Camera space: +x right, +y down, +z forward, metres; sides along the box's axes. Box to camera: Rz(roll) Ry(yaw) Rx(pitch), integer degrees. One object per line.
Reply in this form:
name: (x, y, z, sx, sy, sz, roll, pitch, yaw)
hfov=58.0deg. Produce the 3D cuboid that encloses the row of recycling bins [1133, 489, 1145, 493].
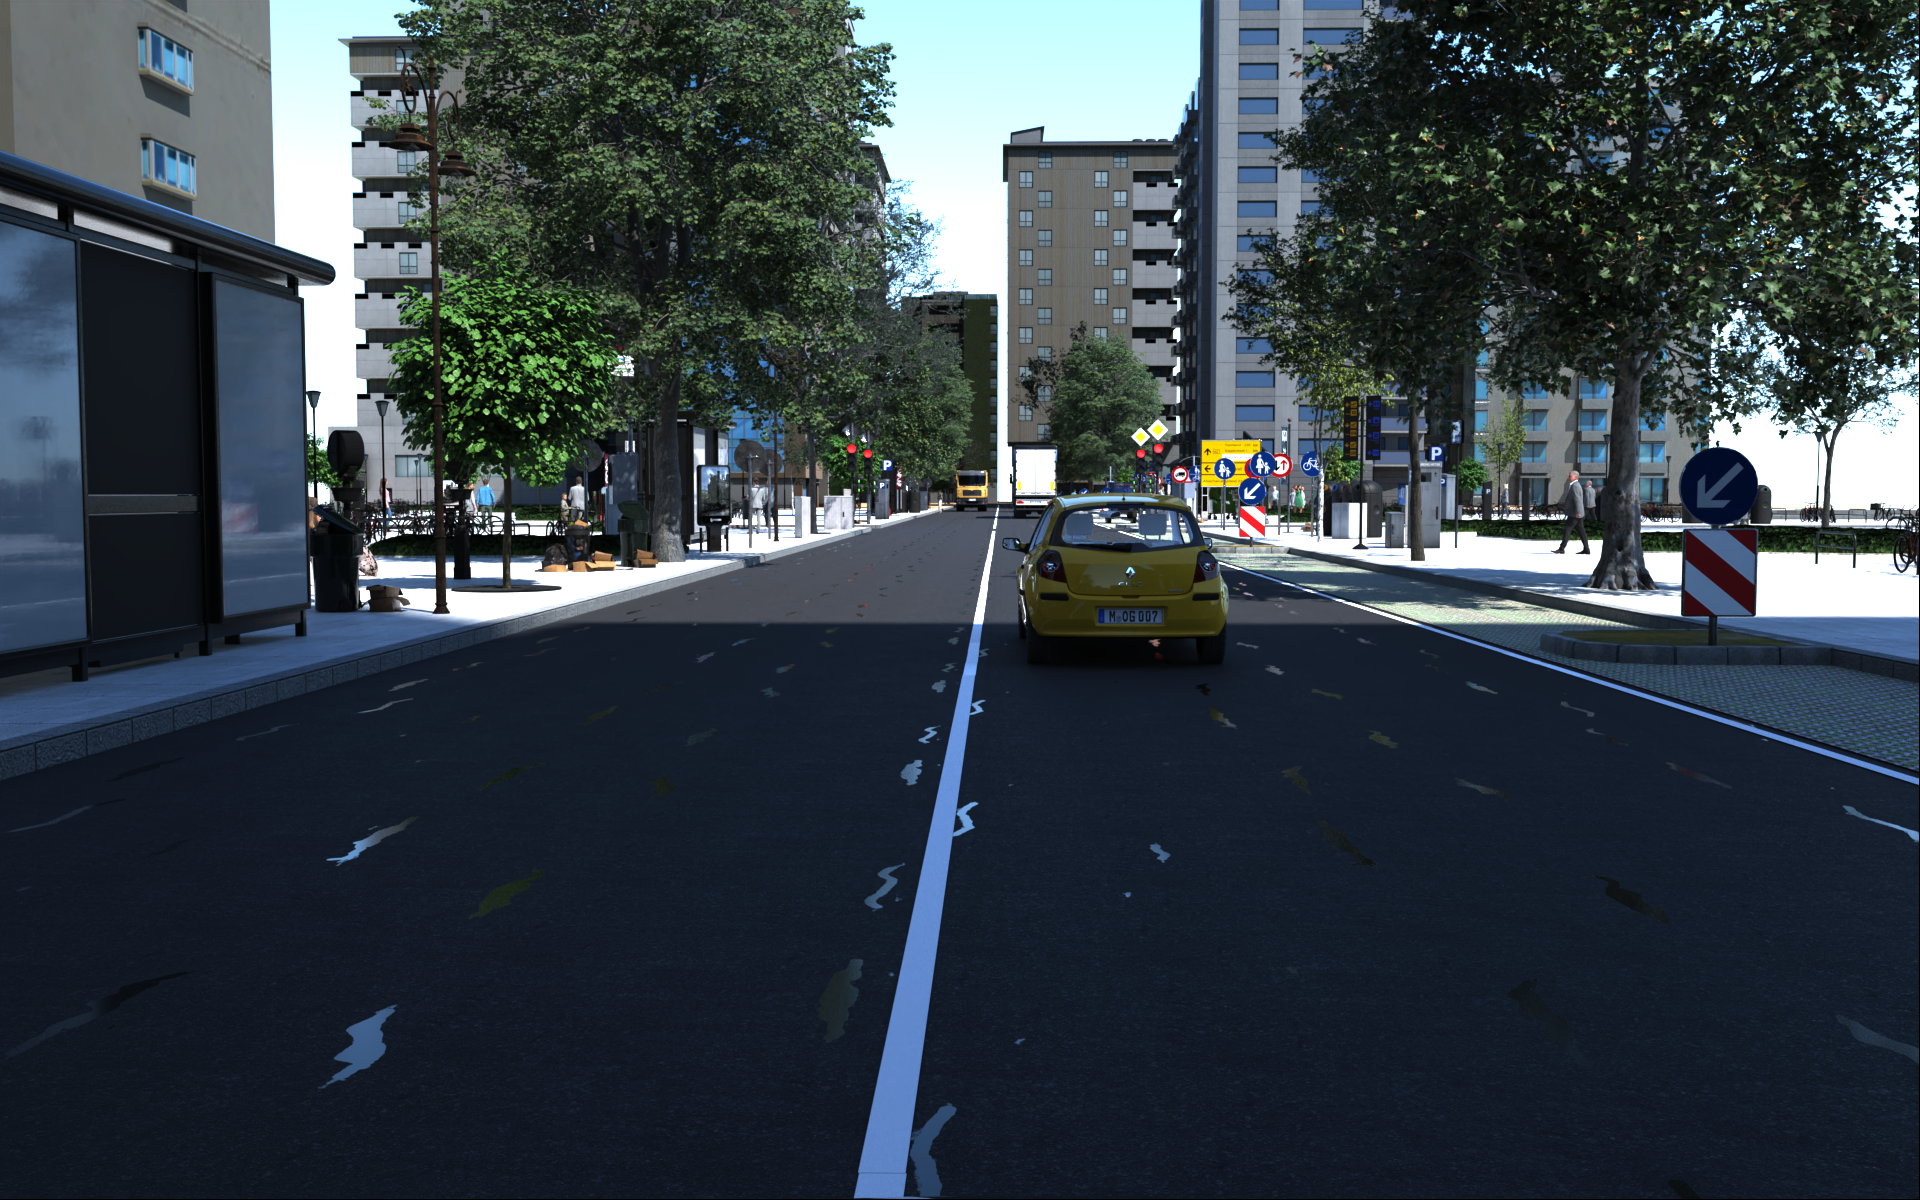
row of recycling bins: (12.872, -7.599, 131.359, 3.534, 1.692, 1.069, 2, 4, 34)

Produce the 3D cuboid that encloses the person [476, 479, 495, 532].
person: (-15.836, -3.147, 57.834, 0.601, 1.785, 0.444, -1, 4, -11)

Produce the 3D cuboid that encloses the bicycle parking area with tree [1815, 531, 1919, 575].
bicycle parking area with tree: (18.735, -2.510, 28.041, 8.231, 4.147, 9.016, 1, 4, 20)

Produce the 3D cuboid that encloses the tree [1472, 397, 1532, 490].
tree: (40.088, -10.823, 127.316, 4.737, 8.622, 4.395, 0, 3, 0)

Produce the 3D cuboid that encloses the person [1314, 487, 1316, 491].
person: (25.901, -7.327, 126.105, 0.850, 1.792, 0.678, 0, 4, -4)

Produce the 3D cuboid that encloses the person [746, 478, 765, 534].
person: (-6.620, -3.033, 55.830, 0.606, 1.804, 0.583, -3, 4, -39)

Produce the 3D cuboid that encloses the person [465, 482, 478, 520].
person: (-18.761, -3.642, 66.347, 0.466, 1.731, 0.760, 0, 4, 1)

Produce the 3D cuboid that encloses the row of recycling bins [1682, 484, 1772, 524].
row of recycling bins: (33.181, -4.152, 74.990, 3.534, 1.692, 1.069, 1, 4, 21)

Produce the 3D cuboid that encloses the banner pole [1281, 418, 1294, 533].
banner pole: (10.717, -4.092, 56.927, 0.401, 3.779, 0.863, 2, 4, 35)

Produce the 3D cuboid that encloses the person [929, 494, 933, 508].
person: (-3.028, -9.701, 165.339, 0.721, 1.739, 1.217, -3, 5, -42)

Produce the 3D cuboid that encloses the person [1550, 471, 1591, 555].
person: (12.977, -1.857, 36.801, 0.834, 1.777, 0.661, 1, 4, 14)

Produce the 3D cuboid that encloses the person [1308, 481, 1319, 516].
person: (13.147, -3.483, 63.331, 0.623, 1.781, 0.721, -3, 4, -37)

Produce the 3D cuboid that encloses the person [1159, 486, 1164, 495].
person: (10.038, -4.847, 86.294, 0.522, 1.701, 0.512, -1, 4, -10)

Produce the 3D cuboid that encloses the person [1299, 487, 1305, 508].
person: (23.884, -7.013, 121.063, 0.624, 1.780, 0.694, 1, 4, 19)

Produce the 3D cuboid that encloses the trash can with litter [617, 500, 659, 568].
trash can with litter: (-5.600, -1.165, 30.441, 0.624, 1.170, 1.055, -2, 4, -35)

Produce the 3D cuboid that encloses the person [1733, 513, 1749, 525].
person: (22.346, -2.657, 49.585, 0.767, 1.812, 0.694, 1, 4, 22)

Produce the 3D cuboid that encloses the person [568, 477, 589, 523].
person: (-11.372, -2.776, 51.628, 0.606, 1.804, 0.583, -1, 4, -16)

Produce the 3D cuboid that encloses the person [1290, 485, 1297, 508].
person: (20.298, -6.054, 105.134, 0.679, 1.850, 0.850, 1, 4, 20)

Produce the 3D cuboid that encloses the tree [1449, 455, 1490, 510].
tree: (42.394, -9.814, 144.178, 4.285, 4.588, 4.351, 0, 3, 0)

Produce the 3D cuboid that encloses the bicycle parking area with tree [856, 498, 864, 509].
bicycle parking area with tree: (-12.128, -9.648, 144.744, 8.231, 4.147, 9.016, 1, 4, 15)

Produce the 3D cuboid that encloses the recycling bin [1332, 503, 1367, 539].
recycling bin: (11.124, -2.258, 49.476, 0.722, 1.027, 0.722, -2, 4, -33)

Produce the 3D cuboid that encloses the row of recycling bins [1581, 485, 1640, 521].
row of recycling bins: (27.739, -4.113, 74.354, 1.069, 1.692, 3.534, -1, 4, -21)

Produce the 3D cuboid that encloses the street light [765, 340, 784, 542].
street light: (-4.963, -4.517, 46.633, 0.468, 5.910, 1.993, 0, 4, 1)

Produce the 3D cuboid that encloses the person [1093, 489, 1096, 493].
person: (11.789, -8.780, 150.284, 0.721, 1.739, 1.217, 0, 4, -1)

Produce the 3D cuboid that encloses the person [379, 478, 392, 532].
person: (-19.180, -3.169, 57.858, 0.388, 1.821, 0.555, -3, 4, -36)

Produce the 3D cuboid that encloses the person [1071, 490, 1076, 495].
person: (9.634, -8.508, 147.624, 0.660, 1.820, 0.620, 3, 4, 37)

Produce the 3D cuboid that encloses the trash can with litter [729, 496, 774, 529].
trash can with litter: (-7.964, -3.252, 64.232, 1.678, 1.210, 2.233, -2, 4, -28)

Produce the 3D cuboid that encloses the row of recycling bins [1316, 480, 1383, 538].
row of recycling bins: (11.794, -2.772, 52.443, 1.069, 1.692, 3.534, -1, 4, -11)

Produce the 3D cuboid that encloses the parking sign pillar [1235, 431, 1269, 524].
parking sign pillar: (12.429, -5.204, 73.562, 1.447, 3.967, 1.447, -3, 4, -36)

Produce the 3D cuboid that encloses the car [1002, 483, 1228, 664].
car: (1.407, -0.356, 16.050, 2.015, 1.641, 3.980, 0, 4, 0)

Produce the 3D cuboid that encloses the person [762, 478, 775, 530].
person: (-6.743, -3.392, 61.342, 0.661, 1.843, 0.795, 0, 4, 8)

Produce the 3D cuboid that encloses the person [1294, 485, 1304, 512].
person: (18.915, -5.532, 96.745, 0.529, 1.795, 0.600, 3, 5, 44)

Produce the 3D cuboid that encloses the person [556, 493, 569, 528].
person: (-14.037, -3.127, 61.441, 0.640, 1.303, 0.475, -1, 4, -20)

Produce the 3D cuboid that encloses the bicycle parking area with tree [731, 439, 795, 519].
bicycle parking area with tree: (-13.935, -6.320, 90.336, 8.231, 4.147, 9.016, 1, 4, 19)

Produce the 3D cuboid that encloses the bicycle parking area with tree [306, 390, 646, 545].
bicycle parking area with tree: (-13.380, -3.358, 41.909, 8.231, 4.147, 9.016, 1, 4, 17)

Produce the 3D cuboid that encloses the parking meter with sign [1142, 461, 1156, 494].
parking meter with sign: (10.182, -5.823, 91.474, 1.738, 3.016, 0.543, -3, 5, -42)

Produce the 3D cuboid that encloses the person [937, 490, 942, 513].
person: (-1.581, -7.612, 133.504, 0.362, 1.759, 0.519, -1, 4, -13)

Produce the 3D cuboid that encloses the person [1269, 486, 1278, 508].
person: (20.019, -6.349, 110.330, 0.782, 1.767, 0.515, 3, 5, 40)

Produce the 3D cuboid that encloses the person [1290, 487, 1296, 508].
person: (19.883, -5.902, 103.286, 0.466, 1.731, 0.760, 1, 4, 12)

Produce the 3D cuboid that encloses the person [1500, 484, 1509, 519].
person: (27.586, -4.992, 87.850, 0.526, 1.800, 0.537, 1, 4, 10)

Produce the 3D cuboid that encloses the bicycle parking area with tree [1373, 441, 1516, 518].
bicycle parking area with tree: (28.462, -6.668, 96.021, 8.231, 4.147, 9.016, -2, 4, -25)

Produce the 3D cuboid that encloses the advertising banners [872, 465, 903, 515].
advertising banners: (-4.423, -6.681, 105.420, 2.074, 3.025, 0.090, 1, 4, 10)

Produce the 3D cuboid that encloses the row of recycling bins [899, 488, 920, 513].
row of recycling bins: (-4.394, -6.799, 118.273, 3.534, 1.692, 1.069, 1, 4, 14)

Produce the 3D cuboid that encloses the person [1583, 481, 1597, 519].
person: (23.112, -3.510, 63.836, 0.834, 1.777, 0.661, 3, 4, 38)

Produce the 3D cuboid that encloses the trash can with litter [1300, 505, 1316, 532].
trash can with litter: (12.137, -2.900, 58.806, 1.055, 1.170, 0.624, -1, 4, -13)

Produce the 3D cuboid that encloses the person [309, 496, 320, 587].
person: (-9.041, -0.815, 24.034, 0.362, 1.253, 0.373, -1, 4, -12)

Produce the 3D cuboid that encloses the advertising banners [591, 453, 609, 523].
advertising banners: (-15.351, -4.758, 73.979, 0.090, 3.025, 2.074, 1, 4, 9)

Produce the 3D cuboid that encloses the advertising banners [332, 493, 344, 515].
advertising banners: (-23.653, -4.288, 66.294, 0.090, 3.025, 2.074, -3, 4, -38)

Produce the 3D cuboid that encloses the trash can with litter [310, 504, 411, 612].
trash can with litter: (-6.578, -0.464, 18.966, 1.055, 1.170, 0.624, 0, 4, -3)

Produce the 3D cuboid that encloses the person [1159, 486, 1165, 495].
person: (13.923, -6.950, 119.776, 0.850, 1.850, 0.679, 3, 5, 41)

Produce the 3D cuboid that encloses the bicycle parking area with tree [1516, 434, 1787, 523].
bicycle parking area with tree: (32.556, -5.757, 81.124, 9.016, 4.147, 8.231, -1, 4, -17)

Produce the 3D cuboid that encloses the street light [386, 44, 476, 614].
street light: (-5.570, -2.791, 18.424, 0.468, 5.910, 1.993, 0, 4, 1)

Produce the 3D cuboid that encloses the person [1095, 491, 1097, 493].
person: (16.490, -12.583, 212.220, 0.683, 1.767, 0.568, -2, 4, -30)
